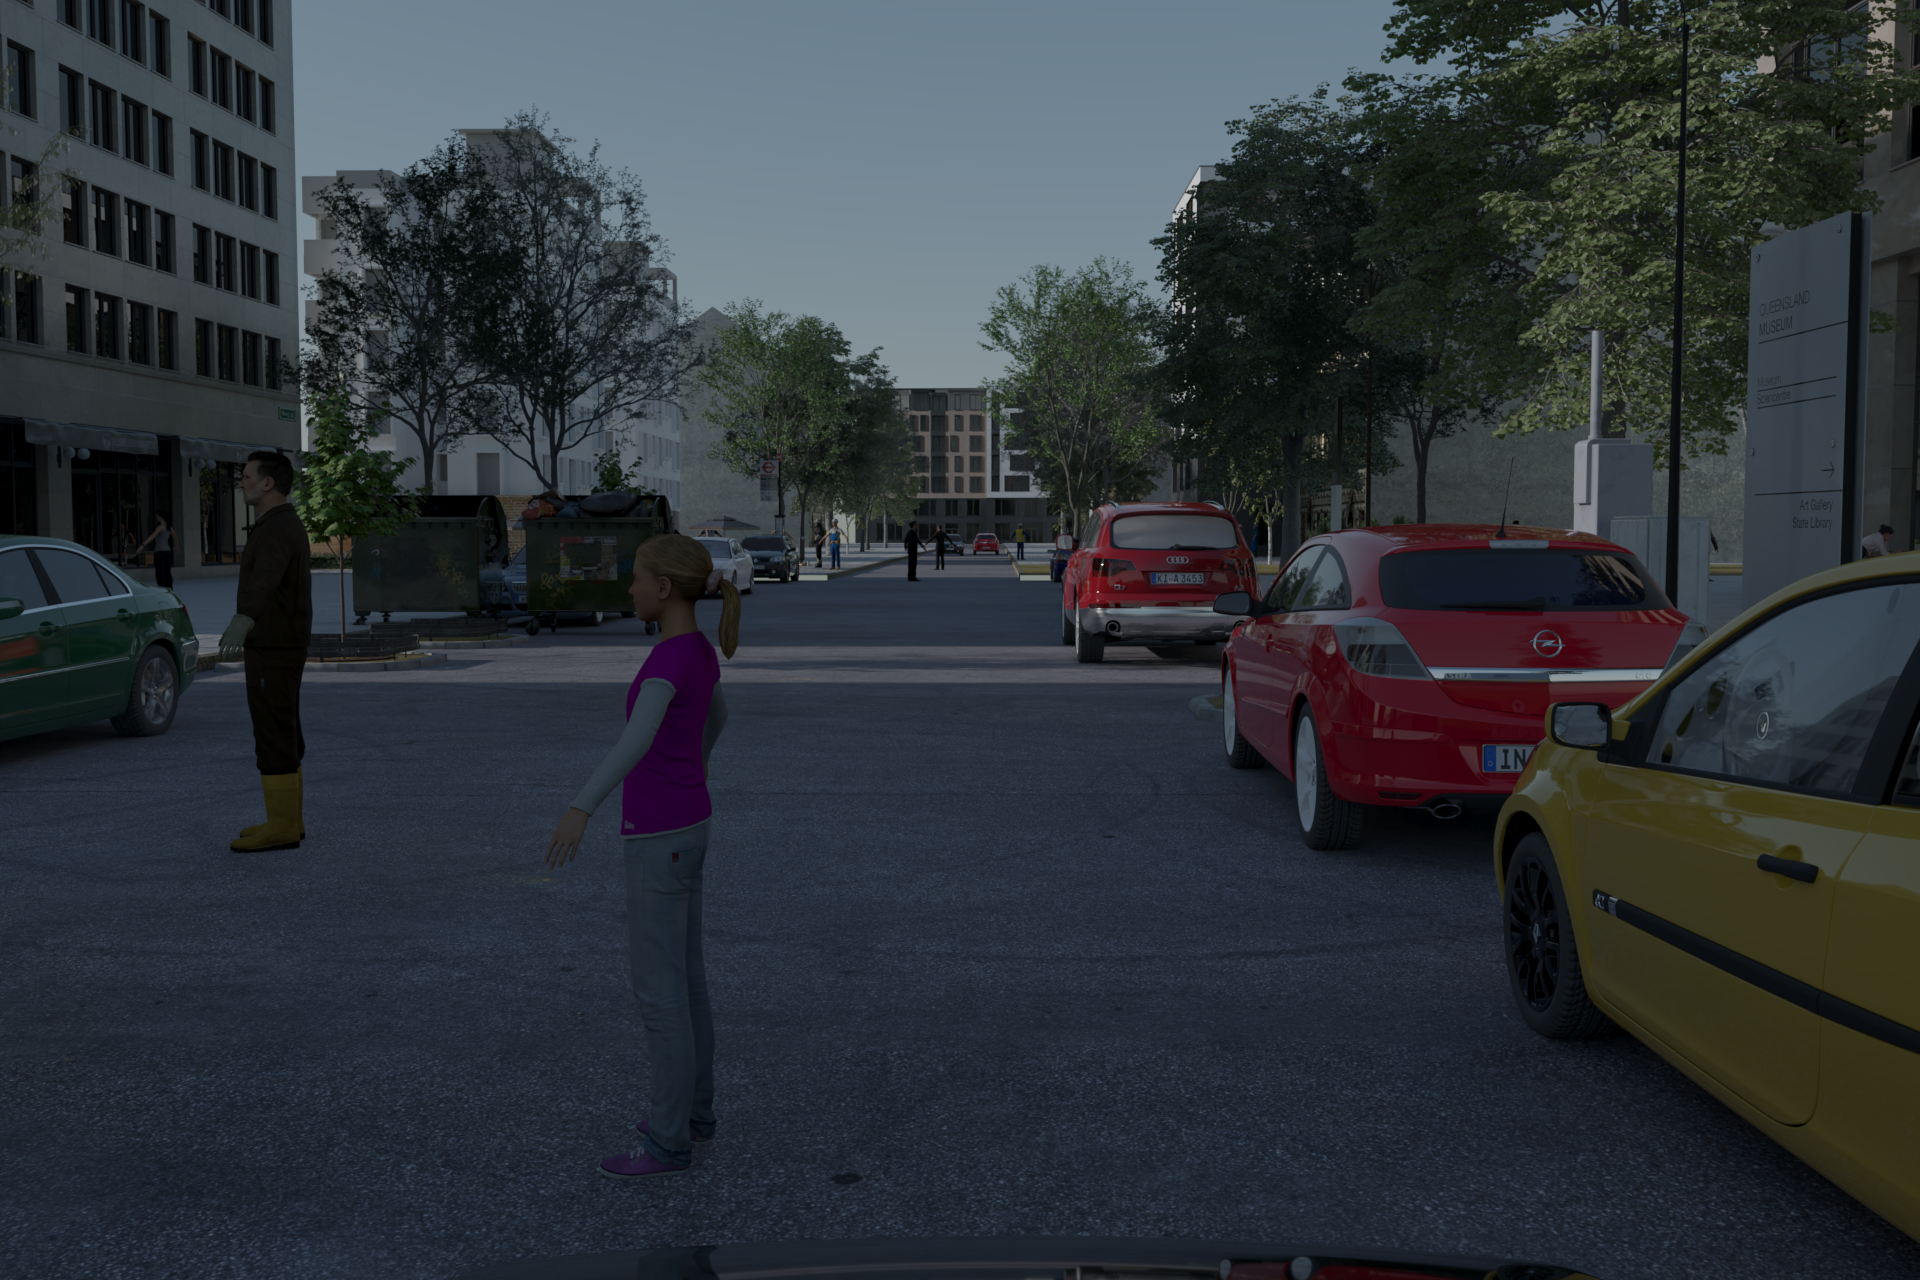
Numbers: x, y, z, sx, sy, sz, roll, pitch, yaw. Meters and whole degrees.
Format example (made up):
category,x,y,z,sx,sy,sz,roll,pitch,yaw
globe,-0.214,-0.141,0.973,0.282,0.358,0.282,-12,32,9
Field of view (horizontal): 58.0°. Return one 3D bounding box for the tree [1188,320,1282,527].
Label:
category,x,y,z,sx,sy,sz,roll,pitch,yaw
tree,9.255,-6.612,58.475,4.737,8.622,4.395,0,3,0

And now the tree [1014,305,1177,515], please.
category,x,y,z,sx,sy,sz,roll,pitch,yaw
tree,7.433,-11.391,92.894,9.857,13.997,8.962,0,3,0

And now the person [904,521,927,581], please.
category,x,y,z,sx,sy,sz,roll,pitch,yaw
person,-1.410,-2.702,52.569,0.705,1.837,1.347,-2,4,-29

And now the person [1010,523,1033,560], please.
category,x,y,z,sx,sy,sz,roll,pitch,yaw
person,2.996,-4.852,85.302,1.349,1.833,0.705,3,4,36

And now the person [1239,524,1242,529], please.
category,x,y,z,sx,sy,sz,roll,pitch,yaw
person,13.874,-4.900,86.573,0.721,1.772,1.216,0,4,-7

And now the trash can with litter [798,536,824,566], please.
category,x,y,z,sx,sy,sz,roll,pitch,yaw
trash can with litter,-6.271,-3.624,70.303,1.678,1.210,2.233,0,4,3

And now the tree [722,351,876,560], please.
category,x,y,z,sx,sy,sz,roll,pitch,yaw
tree,-7.894,-9.199,84.824,8.767,10.594,7.601,1,4,11

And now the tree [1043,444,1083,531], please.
category,x,y,z,sx,sy,sz,roll,pitch,yaw
tree,8.532,-11.186,133.245,4.737,8.622,4.395,0,3,0

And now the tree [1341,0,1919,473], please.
category,x,y,z,sx,sy,sz,roll,pitch,yaw
tree,8.798,-6.419,23.084,7.486,12.596,7.792,0,3,0

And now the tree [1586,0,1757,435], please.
category,x,y,z,sx,sy,sz,roll,pitch,yaw
tree,26.649,-12.417,58.901,12.611,20.169,13.585,0,3,0

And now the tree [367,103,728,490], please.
category,x,y,z,sx,sy,sz,roll,pitch,yaw
tree,-12.012,-8.570,50.495,12.009,13.543,11.850,0,3,0

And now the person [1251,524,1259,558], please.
category,x,y,z,sx,sy,sz,roll,pitch,yaw
person,15.846,-5.316,93.042,0.704,1.817,1.347,1,4,12

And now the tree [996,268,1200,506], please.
category,x,y,z,sx,sy,sz,roll,pitch,yaw
tree,6.775,-10.446,81.164,12.009,13.543,11.850,0,3,0

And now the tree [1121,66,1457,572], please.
category,x,y,z,sx,sy,sz,roll,pitch,yaw
tree,9.218,-8.674,48.467,9.857,13.997,8.962,0,3,0

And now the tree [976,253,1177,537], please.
category,x,y,z,sx,sy,sz,roll,pitch,yaw
tree,4.369,-8.546,65.488,9.928,11.665,9.643,0,3,0

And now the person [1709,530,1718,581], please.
category,x,y,z,sx,sy,sz,roll,pitch,yaw
person,20.098,-2.459,46.804,0.990,1.755,0.434,-1,4,-12

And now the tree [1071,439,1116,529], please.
category,x,y,z,sx,sy,sz,roll,pitch,yaw
tree,7.516,-9.540,106.334,4.737,8.622,4.395,0,3,0

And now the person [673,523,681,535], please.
category,x,y,z,sx,sy,sz,roll,pitch,yaw
person,-13.304,-4.535,80.339,1.347,1.806,0.705,-2,4,-32

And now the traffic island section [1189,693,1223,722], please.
category,x,y,z,sx,sy,sz,roll,pitch,yaw
traffic island section,2.863,0.554,13.813,1.991,0.108,1.994,0,4,2

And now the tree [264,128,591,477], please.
category,x,y,z,sx,sy,sz,roll,pitch,yaw
tree,-11.821,-6.405,39.128,7.601,10.594,8.767,-3,5,-41

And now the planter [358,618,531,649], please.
category,x,y,z,sx,sy,sz,roll,pitch,yaw
planter,-6.690,-0.083,22.498,1.991,0.319,1.994,0,4,1

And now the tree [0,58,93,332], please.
category,x,y,z,sx,sy,sz,roll,pitch,yaw
tree,-12.871,-4.224,19.417,4.360,8.622,3.978,0,3,0

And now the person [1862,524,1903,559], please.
category,x,y,z,sx,sy,sz,roll,pitch,yaw
person,14.175,-1.085,26.974,0.799,1.438,0.628,-2,4,-35

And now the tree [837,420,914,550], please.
category,x,y,z,sx,sy,sz,roll,pitch,yaw
tree,-7.252,-13.043,139.011,9.928,11.665,9.643,0,3,0

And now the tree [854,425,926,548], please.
category,x,y,z,sx,sy,sz,roll,pitch,yaw
tree,-7.111,-14.602,156.874,7.486,12.596,7.792,0,3,0

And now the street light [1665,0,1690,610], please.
category,x,y,z,sx,sy,sz,roll,pitch,yaw
street light,6.519,-2.560,14.395,1.470,5.913,1.316,0,4,2

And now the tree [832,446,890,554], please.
category,x,y,z,sx,sy,sz,roll,pitch,yaw
tree,-6.922,-9.752,109.814,4.737,8.622,4.395,0,3,0

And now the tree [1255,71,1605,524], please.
category,x,y,z,sx,sy,sz,roll,pitch,yaw
tree,9.401,-6.213,36.001,7.601,10.594,8.767,-2,4,-33

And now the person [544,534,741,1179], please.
category,x,y,z,sx,sy,sz,roll,pitch,yaw
person,-0.722,0.475,3.961,0.599,1.433,0.991,0,4,8

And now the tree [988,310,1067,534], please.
category,x,y,z,sx,sy,sz,roll,pitch,yaw
tree,8.292,-17.714,145.508,12.611,20.169,13.585,0,3,0

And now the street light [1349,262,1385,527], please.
category,x,y,z,sx,sy,sz,roll,pitch,yaw
street light,7.037,-3.486,29.783,0.468,5.910,1.993,0,4,2

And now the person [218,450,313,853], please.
category,x,y,z,sx,sy,sz,roll,pitch,yaw
person,-3.178,0.040,7.940,0.704,1.812,1.346,-1,4,-15

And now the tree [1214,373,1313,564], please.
category,x,y,z,sx,sy,sz,roll,pitch,yaw
tree,12.923,-7.476,72.598,4.737,8.622,4.395,0,3,0

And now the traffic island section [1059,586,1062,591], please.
category,x,y,z,sx,sy,sz,roll,pitch,yaw
traffic island section,3.523,-1.303,44.177,1.991,0.108,1.994,0,4,1

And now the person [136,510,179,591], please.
category,x,y,z,sx,sy,sz,roll,pitch,yaw
person,-15.186,-1.593,32.849,0.721,1.737,1.217,1,4,9

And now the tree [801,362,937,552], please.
category,x,y,z,sx,sy,sz,roll,pitch,yaw
tree,-6.835,-13.017,123.202,12.009,13.543,11.850,0,3,0

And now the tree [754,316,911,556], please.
category,x,y,z,sx,sy,sz,roll,pitch,yaw
tree,-7.542,-11.881,100.913,9.857,13.997,8.962,0,3,0

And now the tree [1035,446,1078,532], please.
category,x,y,z,sx,sy,sz,roll,pitch,yaw
tree,7.739,-10.780,126.618,4.737,8.622,4.395,0,3,0

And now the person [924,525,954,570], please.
category,x,y,z,sx,sy,sz,roll,pitch,yaw
person,-0.813,-3.687,68.964,1.346,1.802,0.704,-2,4,-28

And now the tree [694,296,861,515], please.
category,x,y,z,sx,sy,sz,roll,pitch,yaw
tree,-7.986,-9.217,76.460,9.928,11.665,9.643,0,3,0

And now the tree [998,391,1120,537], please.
category,x,y,z,sx,sy,sz,roll,pitch,yaw
tree,7.688,-12.537,115.351,12.009,13.543,11.850,0,3,0
